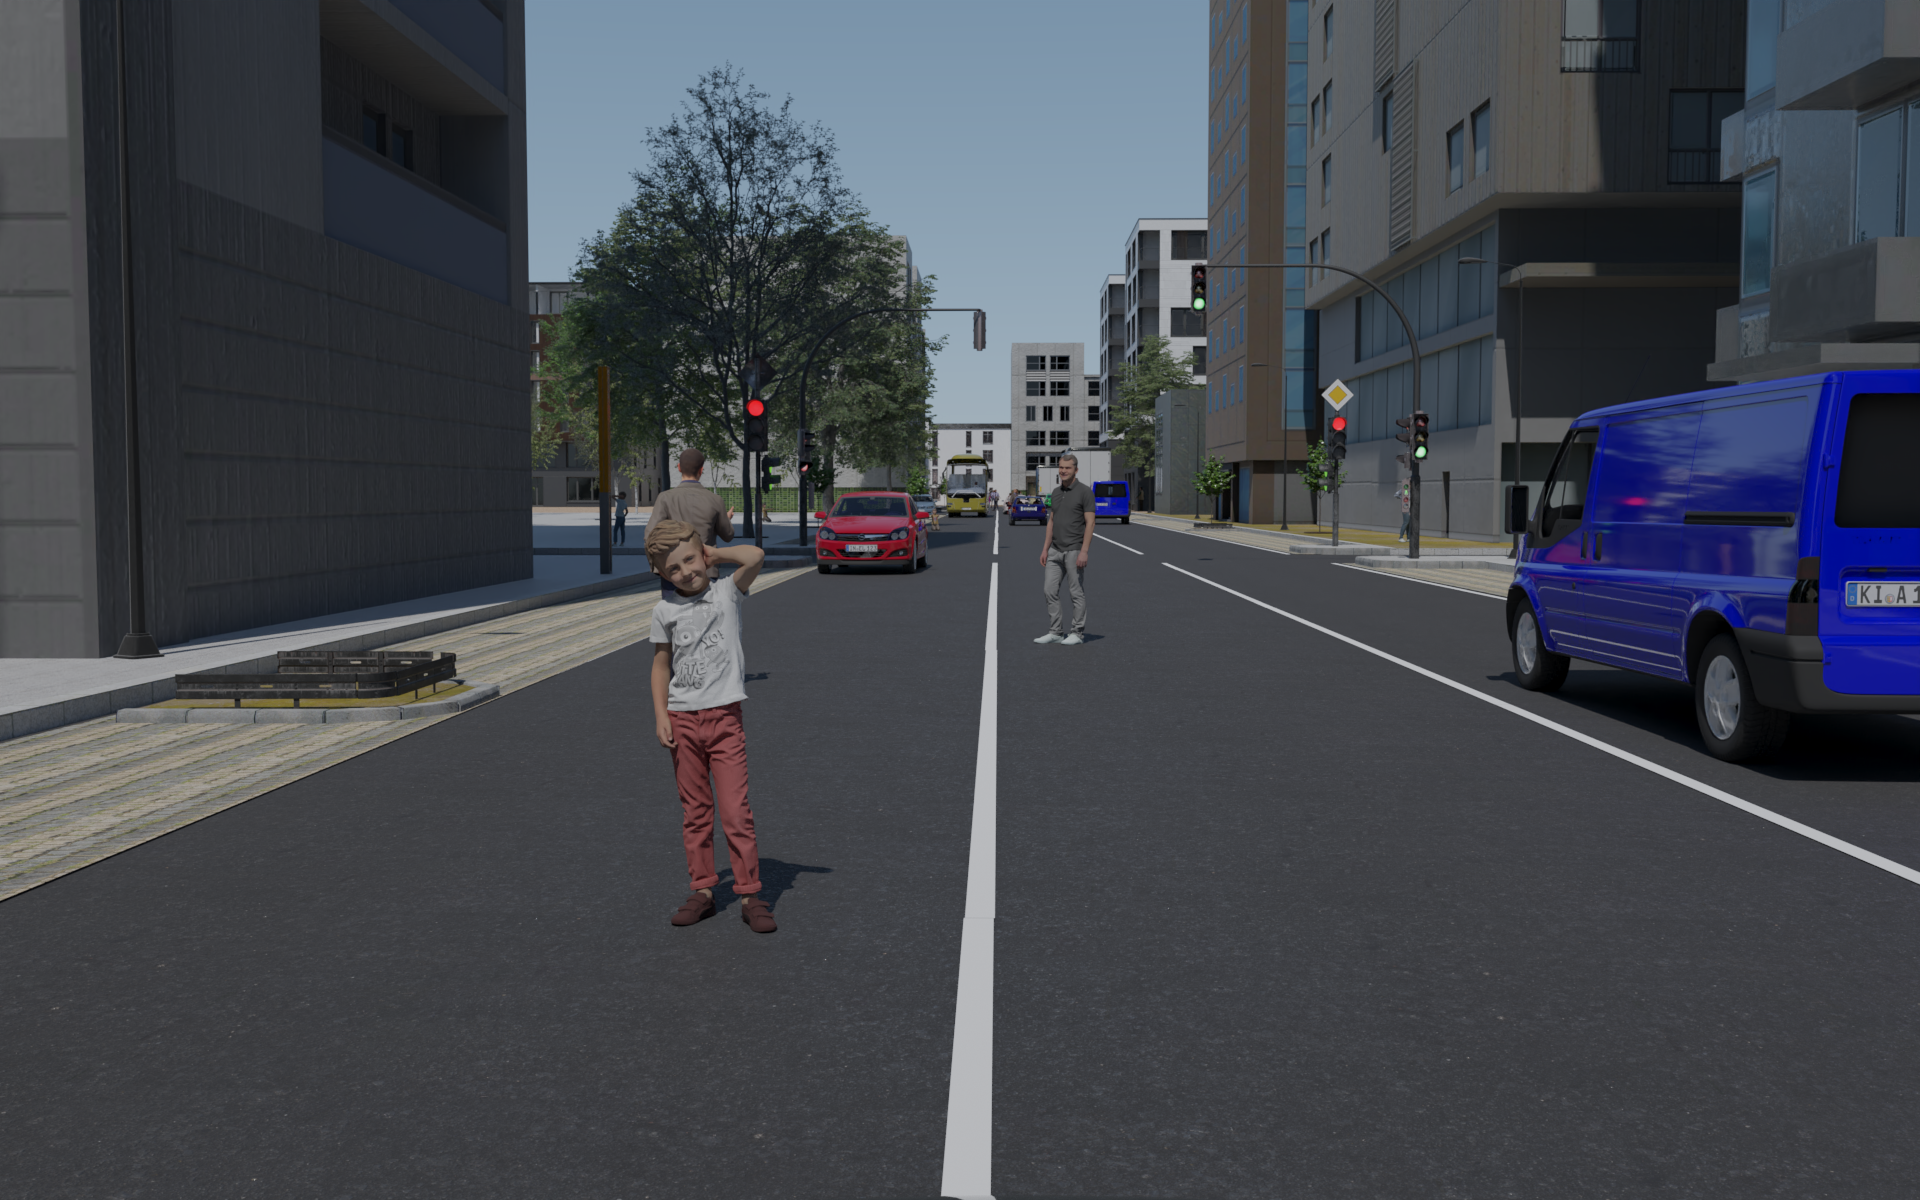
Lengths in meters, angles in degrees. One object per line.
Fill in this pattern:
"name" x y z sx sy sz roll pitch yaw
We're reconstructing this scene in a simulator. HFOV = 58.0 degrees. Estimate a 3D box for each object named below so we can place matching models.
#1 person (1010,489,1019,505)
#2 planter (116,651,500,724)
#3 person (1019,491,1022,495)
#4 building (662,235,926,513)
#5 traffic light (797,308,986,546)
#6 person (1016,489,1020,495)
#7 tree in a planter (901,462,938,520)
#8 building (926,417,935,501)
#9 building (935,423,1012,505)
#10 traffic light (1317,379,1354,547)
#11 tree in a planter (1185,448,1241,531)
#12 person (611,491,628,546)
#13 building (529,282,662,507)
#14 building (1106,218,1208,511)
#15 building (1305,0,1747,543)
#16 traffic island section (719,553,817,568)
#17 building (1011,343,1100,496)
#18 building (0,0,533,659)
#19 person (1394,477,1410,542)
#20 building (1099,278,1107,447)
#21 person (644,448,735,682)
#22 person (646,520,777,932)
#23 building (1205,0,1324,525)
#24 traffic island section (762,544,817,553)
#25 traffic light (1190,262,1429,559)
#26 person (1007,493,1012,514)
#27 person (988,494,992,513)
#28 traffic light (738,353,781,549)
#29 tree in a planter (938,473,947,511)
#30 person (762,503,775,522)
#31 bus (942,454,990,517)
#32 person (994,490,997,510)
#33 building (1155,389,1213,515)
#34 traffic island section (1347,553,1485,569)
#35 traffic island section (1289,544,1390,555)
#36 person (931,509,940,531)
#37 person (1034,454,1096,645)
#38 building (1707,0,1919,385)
"person" 3.548 -6.195 110.340 0.990 1.755 0.434 -3 5 -40
"planter" -4.240 0.576 11.717 1.991 0.319 1.994 0 4 1
"person" 5.408 -9.134 158.628 1.217 1.735 0.721 -1 4 -15
"building" -11.700 -16.395 134.521 16.747 18.905 31.486 0 4 1
"traffic light" -1.741 -4.150 42.528 4.771 5.953 1.251 0 4 1
"person" 4.269 -7.455 130.409 0.705 1.821 1.348 -2 4 -24
"tree in a planter" -2.388 -5.981 95.006 1.991 3.239 1.994 0 4 1
"building" -17.269 -15.132 189.557 28.070 9.664 9.099 0 4 1
"building" -7.913 -16.157 206.311 28.070 9.664 9.099 0 4 1
"traffic light" 9.164 -3.263 42.269 0.839 4.253 0.868 0 4 1
"tree in a planter" 9.744 -4.264 66.946 1.991 3.239 1.994 0 4 1
"person" -8.380 -1.989 42.473 0.340 1.345 0.435 2 4 24
"building" -48.098 -20.613 181.004 32.646 21.610 27.936 0 4 1
"building" 27.512 -18.380 144.481 27.936 21.610 32.646 0 4 1
"building" 26.402 -28.451 54.406 27.495 52.752 28.713 0 4 1
"traffic island section" -4.050 -0.759 34.692 2.009 0.180 2.903 0 4 1
"building" 21.971 -21.041 210.472 31.486 18.905 16.747 0 4 1
"building" -20.613 -29.266 20.507 28.212 58.520 21.231 0 4 1
"person" 11.931 -2.410 46.167 0.841 1.734 0.376 -3 4 -38
"building" 28.078 -20.372 177.061 27.936 21.610 32.646 0 4 1
"person" -1.948 -0.218 12.602 0.617 1.759 0.750 0 4 -3
"person" -0.824 0.407 5.758 0.435 1.345 0.340 0 4 -3
"building" 18.968 -26.161 77.840 14.600 45.320 14.200 0 4 1
"traffic island section" -3.874 -1.247 42.675 2.009 0.180 2.903 0 4 1
"traffic light" 6.895 -3.641 34.191 4.771 5.953 1.251 0 4 1
"person" 3.393 -6.486 117.012 0.387 1.526 0.523 -1 4 -21
"person" 2.194 -7.500 134.353 0.599 1.433 0.991 -2 4 -33
"traffic light" -4.010 -2.791 34.556 0.839 4.253 0.868 0 4 1
"tree in a planter" -1.292 -9.009 144.526 1.991 3.239 1.994 0 4 1
"person" -8.841 -4.013 79.576 0.695 0.859 0.347 2 4 29
"bus" 0.529 -7.210 109.433 2.896 3.916 12.252 0 4 1
"person" 3.236 -9.162 158.243 0.705 1.831 1.348 0 4 4
"building" 24.006 -48.096 99.035 22.319 86.520 31.000 0 4 1
"traffic island section" 9.028 -0.741 34.399 2.009 0.180 2.903 0 4 1
"traffic island section" 9.204 -1.229 42.382 2.009 0.180 2.903 0 4 1
"person" -0.963 -3.145 67.848 0.347 0.859 0.695 0 4 -8
"person" 0.997 -0.483 16.528 0.434 1.807 0.598 -2 4 -32
"building" 23.229 -24.301 16.927 23.786 49.044 30.456 0 4 1
